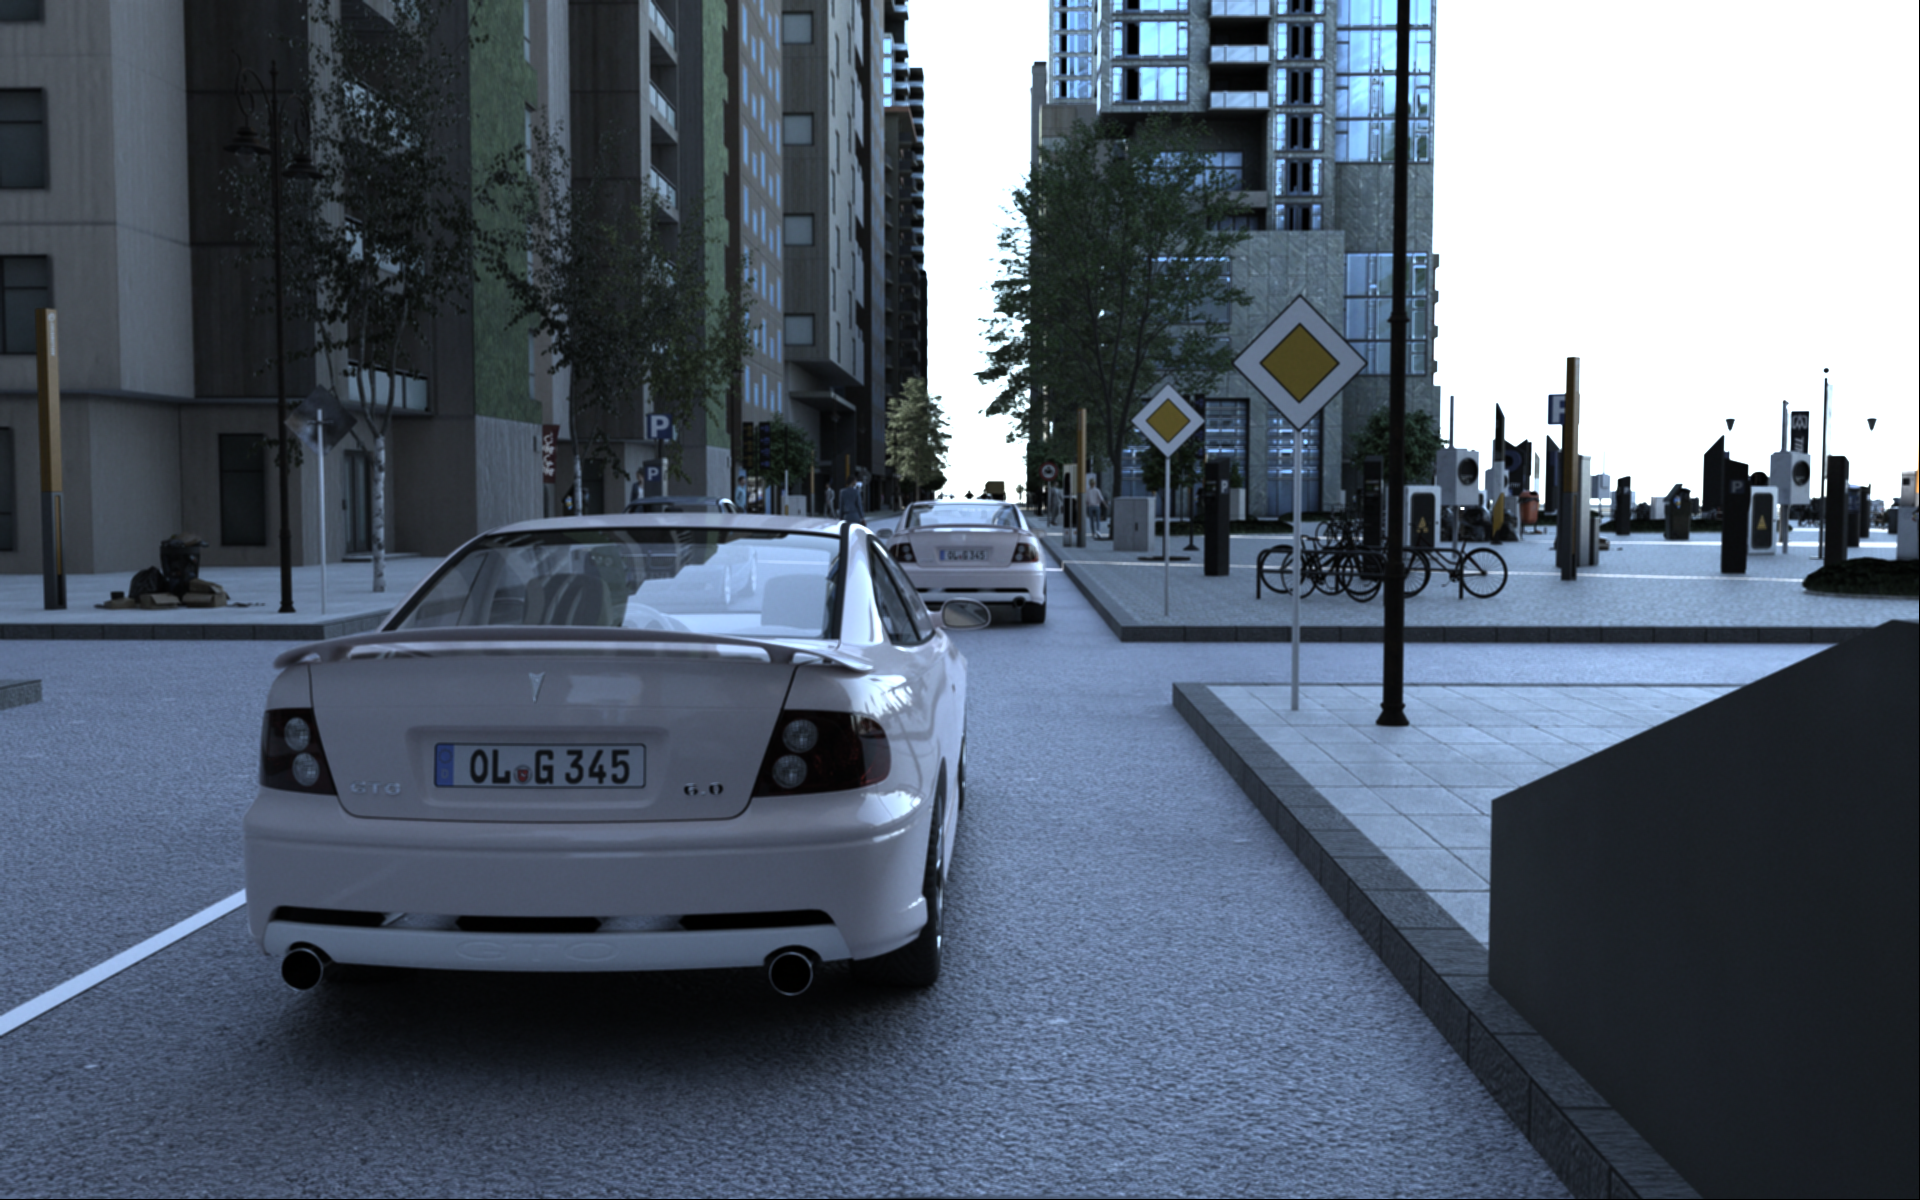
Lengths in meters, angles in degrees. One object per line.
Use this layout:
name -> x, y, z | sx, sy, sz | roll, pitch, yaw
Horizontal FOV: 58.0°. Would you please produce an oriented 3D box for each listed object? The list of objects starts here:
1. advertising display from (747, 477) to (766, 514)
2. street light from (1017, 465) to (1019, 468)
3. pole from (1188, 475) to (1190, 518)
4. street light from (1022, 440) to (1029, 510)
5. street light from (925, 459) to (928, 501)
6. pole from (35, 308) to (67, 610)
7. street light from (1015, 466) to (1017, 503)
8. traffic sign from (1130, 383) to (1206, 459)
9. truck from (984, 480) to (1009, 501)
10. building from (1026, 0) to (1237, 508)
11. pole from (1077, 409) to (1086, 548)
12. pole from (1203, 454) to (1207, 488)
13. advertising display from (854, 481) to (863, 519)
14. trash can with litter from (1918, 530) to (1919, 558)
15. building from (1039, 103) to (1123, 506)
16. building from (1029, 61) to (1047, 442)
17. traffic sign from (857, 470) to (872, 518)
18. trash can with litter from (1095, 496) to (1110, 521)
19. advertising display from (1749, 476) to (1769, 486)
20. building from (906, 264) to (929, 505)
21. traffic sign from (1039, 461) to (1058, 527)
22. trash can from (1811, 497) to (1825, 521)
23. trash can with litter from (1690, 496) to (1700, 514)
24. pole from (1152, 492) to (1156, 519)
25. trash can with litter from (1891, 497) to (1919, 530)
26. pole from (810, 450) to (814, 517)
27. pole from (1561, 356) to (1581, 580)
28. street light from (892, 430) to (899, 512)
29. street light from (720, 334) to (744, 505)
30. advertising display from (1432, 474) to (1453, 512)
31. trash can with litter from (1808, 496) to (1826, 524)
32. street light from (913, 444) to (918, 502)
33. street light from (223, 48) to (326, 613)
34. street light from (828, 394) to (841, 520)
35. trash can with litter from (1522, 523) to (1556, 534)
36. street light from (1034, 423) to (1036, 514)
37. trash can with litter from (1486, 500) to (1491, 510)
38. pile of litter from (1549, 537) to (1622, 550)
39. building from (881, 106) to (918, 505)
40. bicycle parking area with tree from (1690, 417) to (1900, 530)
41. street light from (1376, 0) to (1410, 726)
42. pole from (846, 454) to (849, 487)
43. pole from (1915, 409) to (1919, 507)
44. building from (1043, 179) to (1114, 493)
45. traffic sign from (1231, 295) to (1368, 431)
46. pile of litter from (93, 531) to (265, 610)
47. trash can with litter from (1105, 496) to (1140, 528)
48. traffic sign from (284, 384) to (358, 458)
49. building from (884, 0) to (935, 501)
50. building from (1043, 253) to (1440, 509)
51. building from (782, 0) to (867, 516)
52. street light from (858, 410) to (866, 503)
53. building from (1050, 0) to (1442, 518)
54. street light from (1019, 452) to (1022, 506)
advertising display -> -7.565, -3.612, 64.272 | 0.123, 1.923, 0.974 | -3, 5, -44
street light -> 6.802, -13.367, 191.333 | 0.468, 5.910, 1.993 | 0, 4, 1
pole -> 12.252, -6.012, 92.137 | 0.158, 3.312, 0.155 | 0, 3, 0
street light -> 5.442, -10.177, 139.185 | 0.468, 5.910, 1.993 | 0, 4, 1
street light -> -3.362, -12.589, 178.622 | 0.468, 5.910, 1.993 | 0, 4, 1
pole -> -10.057, -1.548, 19.158 | 0.158, 3.312, 0.155 | 0, 3, 0
street light -> 7.439, -15.245, 222.042 | 0.468, 5.910, 1.993 | 0, 4, 1
traffic sign -> 2.198, -0.978, 18.183 | 0.795, 2.593, 0.064 | 0, 4, 1
truck -> 5.009, -15.063, 242.195 | 3.469, 3.379, 9.791 | 0, 4, 3
building -> 19.315, -54.646, 206.138 | 22.319, 86.520, 31.000 | 0, 4, 1
pole -> 2.907, -2.911, 41.437 | 0.158, 3.312, 0.155 | 0, 3, 0
pole -> 12.456, -5.762, 88.059 | 0.158, 3.312, 0.155 | 0, 3, 0
advertising display -> -5.202, -5.015, 87.214 | 0.123, 1.923, 0.974 | 2, 4, 30
trash can with litter -> 17.471, -1.212, 31.199 | 0.624, 1.170, 1.055 | 2, 4, 27
building -> 15.443, -30.643, 184.612 | 14.154, 41.232, 14.086 | 0, 4, 1
building -> 20.049, -42.519, 237.187 | 21.231, 58.520, 28.212 | 0, 4, 1
traffic sign -> -5.136, -5.687, 93.086 | 0.768, 2.556, 0.104 | 0, 4, 3
trash can with litter -> 6.738, -4.328, 82.153 | 0.624, 1.170, 1.055 | 1, 4, 16
advertising display -> 27.593, -3.366, 60.256 | 0.974, 1.923, 0.123 | 2, 4, 29
building -> -11.210, -27.106, 214.891 | 14.160, 30.474, 14.107 | 0, 4, 1
traffic sign -> 3.468, -4.137, 67.740 | 0.768, 2.556, 0.104 | 1, 4, 10
trash can -> 41.728, -4.431, 84.107 | 0.748, 1.137, 0.748 | 0, 3, 0
trash can with litter -> 35.384, -4.369, 82.486 | 2.233, 1.210, 1.678 | 1, 4, 11
pole -> 10.000, -5.834, 89.223 | 0.158, 3.312, 0.155 | 0, 3, 0
trash can with litter -> 36.699, -3.418, 67.278 | 0.624, 1.170, 1.055 | -1, 4, -14
pole -> -6.850, -5.276, 80.106 | 0.158, 3.312, 0.155 | 0, 3, 0
pole -> 9.083, -1.951, 25.740 | 0.158, 3.312, 0.155 | 0, 3, 0
street light -> -4.687, -9.348, 125.624 | 0.468, 5.910, 1.993 | 0, 4, 1
street light -> -6.478, -4.684, 49.367 | 0.468, 5.910, 1.993 | 0, 4, 1
advertising display -> 15.294, -3.027, 54.707 | 0.974, 1.923, 0.123 | -2, 4, -28
trash can with litter -> 37.386, -3.870, 74.330 | 2.233, 1.210, 1.678 | 0, 4, 1
street light -> -3.942, -11.209, 156.059 | 0.468, 5.910, 1.993 | 0, 4, 1
street light -> -7.299, -2.802, 18.604 | 0.468, 5.910, 1.993 | 0, 4, 1
street light -> -5.759, -6.550, 79.877 | 0.468, 5.910, 1.993 | 0, 4, 1
trash can with litter -> 18.290, -2.767, 56.299 | 1.678, 1.210, 2.233 | -2, 4, -28
street light -> 4.749, -8.326, 108.916 | 0.468, 5.910, 1.993 | 0, 4, 1
trash can with litter -> 25.063, -4.335, 82.270 | 0.624, 1.170, 1.055 | -1, 4, -11
pile of litter -> 14.436, -1.587, 39.908 | 1.719, 0.858, 1.176 | 1, 4, 10
building -> -16.057, -32.890, 192.368 | 22.147, 44.769, 28.867 | 0, 4, 1
bicycle parking area with tree -> 31.561, -4.774, 65.057 | 8.231, 4.147, 9.016 | 1, 4, 17
street light -> 2.411, -2.244, 9.472 | 0.468, 5.910, 1.993 | 0, 4, 1
pole -> -5.765, -5.810, 88.835 | 0.158, 3.312, 0.155 | 0, 3, 0
pole -> 23.121, -2.923, 41.641 | 0.158, 3.312, 0.155 | 0, 3, 0
building -> 14.773, -23.814, 161.055 | 14.160, 30.474, 14.107 | 0, 4, 1
traffic sign -> 2.009, -0.490, 10.200 | 0.795, 2.593, 0.064 | 0, 4, 1
pile of litter -> -8.863, -0.349, 19.671 | 1.719, 0.858, 1.176 | 0, 4, 3
trash can with litter -> 6.359, -3.368, 66.127 | 2.233, 1.210, 1.678 | 1, 4, 13
traffic sign -> -6.793, -0.992, 18.416 | 0.795, 2.593, 0.064 | 0, 4, 1
building -> -14.399, -56.474, 236.023 | 22.319, 86.520, 31.000 | 0, 4, 1
building -> 20.906, -17.994, 139.239 | 27.650, 21.520, 28.899 | 0, 4, 1
building -> -20.203, -31.654, 106.788 | 28.713, 52.752, 27.495 | 0, 4, 1
street light -> -5.364, -7.483, 95.137 | 0.468, 5.910, 1.993 | 0, 4, 1
building -> 17.311, -48.609, 107.431 | 22.319, 86.520, 31.000 | 0, 4, 1
street light -> 6.238, -12.028, 169.451 | 0.468, 5.910, 1.993 | 0, 4, 1
